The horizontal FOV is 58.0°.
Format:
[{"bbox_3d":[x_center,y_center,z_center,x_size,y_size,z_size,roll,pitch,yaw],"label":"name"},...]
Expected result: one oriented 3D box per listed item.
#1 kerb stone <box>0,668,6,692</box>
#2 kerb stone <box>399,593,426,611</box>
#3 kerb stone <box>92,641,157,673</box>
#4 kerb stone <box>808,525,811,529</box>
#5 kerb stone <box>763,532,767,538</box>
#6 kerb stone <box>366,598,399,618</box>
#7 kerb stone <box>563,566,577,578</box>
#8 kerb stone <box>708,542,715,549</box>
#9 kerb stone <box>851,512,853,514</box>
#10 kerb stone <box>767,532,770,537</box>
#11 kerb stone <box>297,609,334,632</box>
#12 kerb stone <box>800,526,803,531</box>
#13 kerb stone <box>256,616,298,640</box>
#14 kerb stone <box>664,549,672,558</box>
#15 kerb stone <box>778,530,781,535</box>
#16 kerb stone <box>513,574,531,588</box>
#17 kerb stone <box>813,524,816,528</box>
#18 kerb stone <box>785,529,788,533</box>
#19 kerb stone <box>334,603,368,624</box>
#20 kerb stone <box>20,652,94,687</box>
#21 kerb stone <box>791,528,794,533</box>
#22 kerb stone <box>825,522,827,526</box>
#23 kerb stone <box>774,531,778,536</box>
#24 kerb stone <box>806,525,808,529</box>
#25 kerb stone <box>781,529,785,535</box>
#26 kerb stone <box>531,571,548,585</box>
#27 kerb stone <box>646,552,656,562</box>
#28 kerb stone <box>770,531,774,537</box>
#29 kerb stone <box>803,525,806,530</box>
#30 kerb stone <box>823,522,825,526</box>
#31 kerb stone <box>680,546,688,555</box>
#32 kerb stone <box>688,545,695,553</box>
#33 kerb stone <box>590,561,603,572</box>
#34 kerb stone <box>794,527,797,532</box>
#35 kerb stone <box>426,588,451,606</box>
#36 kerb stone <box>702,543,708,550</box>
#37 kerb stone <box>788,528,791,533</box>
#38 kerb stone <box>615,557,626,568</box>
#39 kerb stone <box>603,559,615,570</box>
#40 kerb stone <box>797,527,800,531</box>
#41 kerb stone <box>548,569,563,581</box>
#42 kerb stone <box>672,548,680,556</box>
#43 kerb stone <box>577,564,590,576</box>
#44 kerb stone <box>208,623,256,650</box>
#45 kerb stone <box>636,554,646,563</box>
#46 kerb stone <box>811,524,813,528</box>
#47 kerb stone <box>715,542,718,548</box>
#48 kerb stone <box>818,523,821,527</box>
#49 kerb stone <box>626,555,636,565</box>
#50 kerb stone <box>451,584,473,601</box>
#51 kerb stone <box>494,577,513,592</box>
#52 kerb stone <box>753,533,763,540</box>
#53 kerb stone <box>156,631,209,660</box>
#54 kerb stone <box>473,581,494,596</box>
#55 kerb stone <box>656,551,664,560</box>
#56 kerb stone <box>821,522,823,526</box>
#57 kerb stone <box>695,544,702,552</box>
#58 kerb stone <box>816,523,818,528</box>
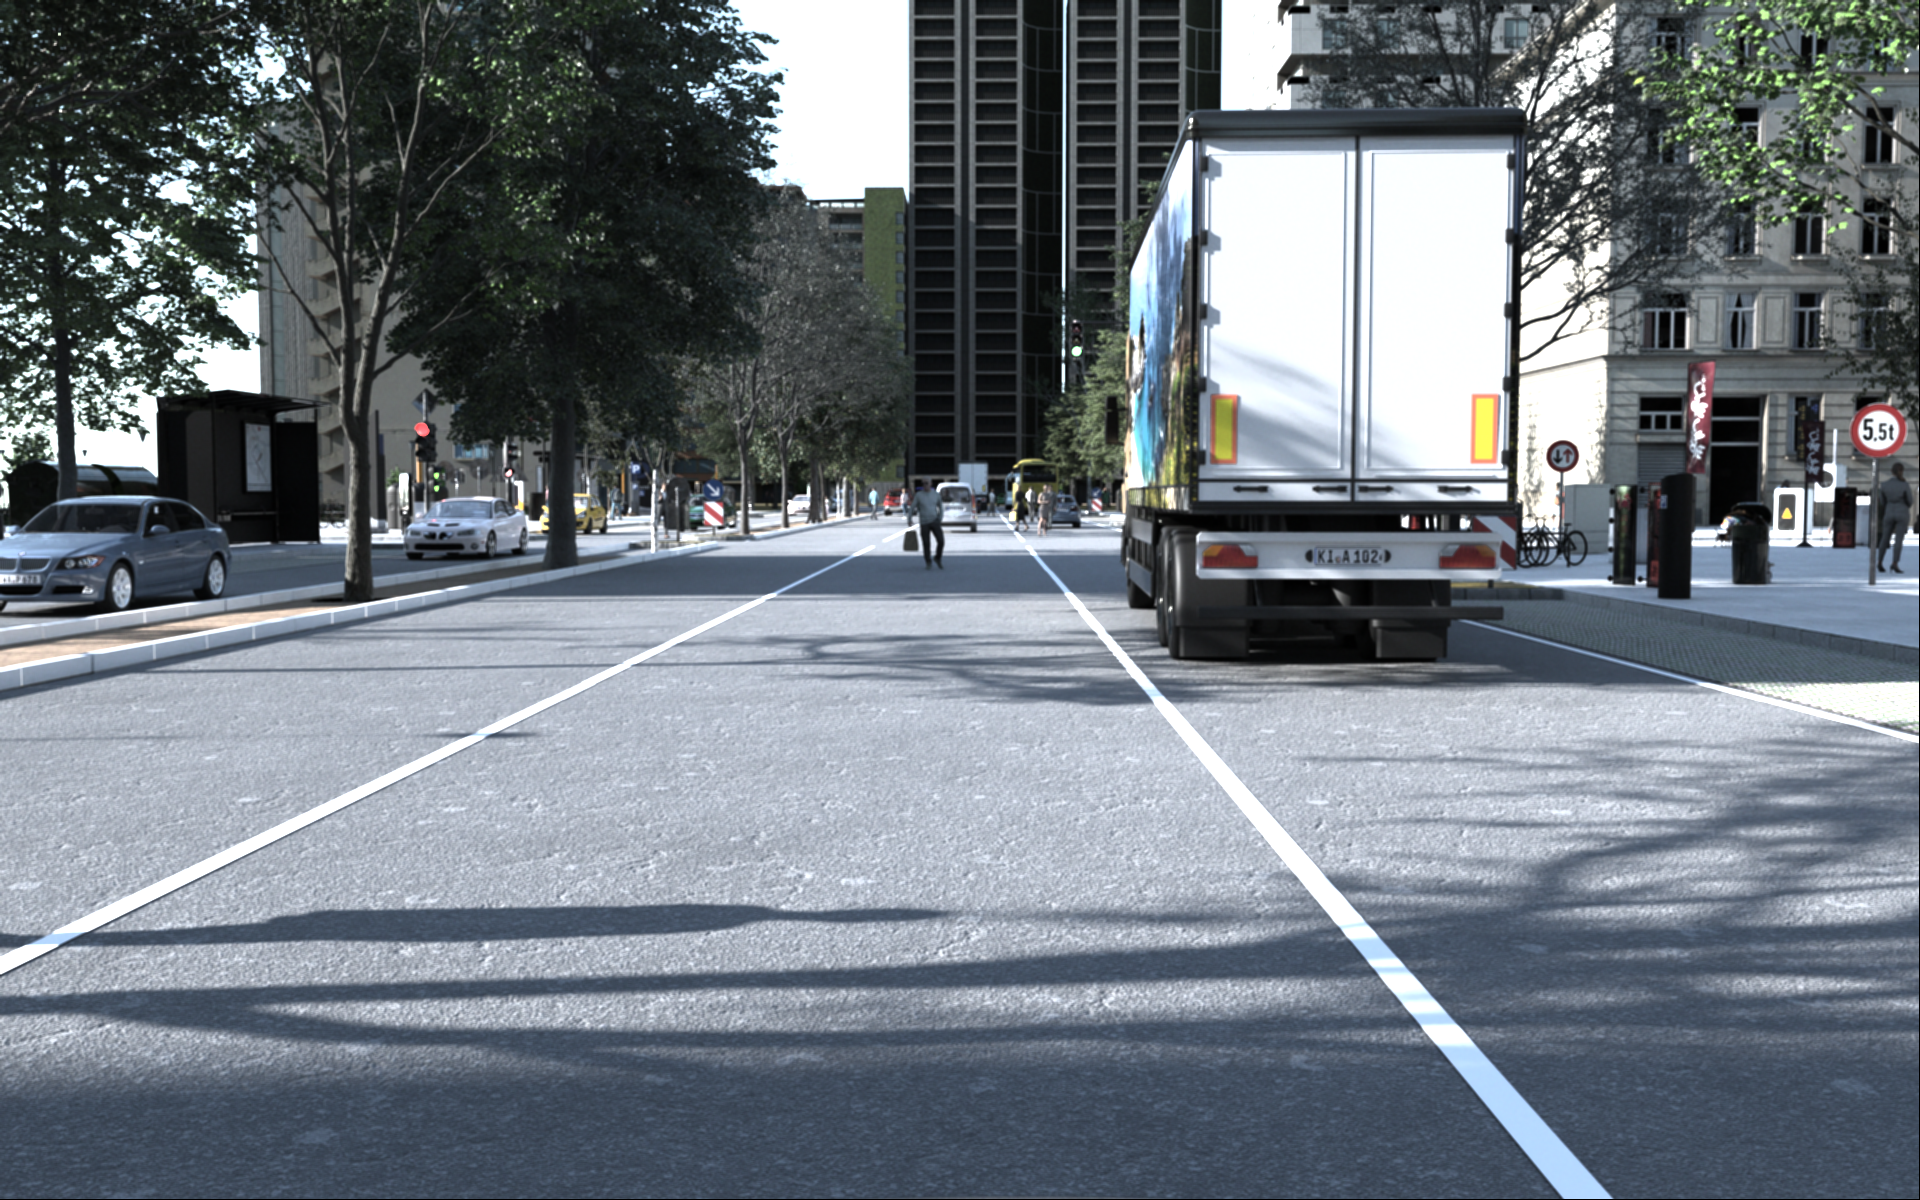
[{"bbox_3d":[-7.019,0.607,12.326,0.120,0.150,1.000,0,4,1],"label":"kerb stone"},{"bbox_3d":[-6.896,0.040,21.541,0.120,0.150,1.000,0,4,1],"label":"kerb stone"},{"bbox_3d":[-6.988,0.479,14.371,0.120,0.150,1.000,0,4,1],"label":"kerb stone"},{"bbox_3d":[-6.266,-2.942,70.302,0.120,0.150,1.000,0,4,1],"label":"kerb stone"},{"bbox_3d":[-6.449,-2.064,55.962,0.120,0.150,1.000,0,4,1],"label":"kerb stone"},{"bbox_3d":[-6.910,0.103,20.519,0.120,0.150,1.000,0,4,1],"label":"kerb stone"},{"bbox_3d":[-6.802,-0.457,29.732,0.120,0.150,1.000,0,4,1],"label":"kerb stone"},{"bbox_3d":[-6.594,-1.395,45.101,0.120,0.150,1.000,0,4,1],"label":"kerb stone"},{"bbox_3d":[-7.665,-6.264,124.683,0.120,0.150,1.000,0,4,1],"label":"kerb stone"},{"bbox_3d":[-6.445,-2.119,56.992,0.120,0.150,1.000,0,4,1],"label":"kerb stone"},{"bbox_3d":[-6.943,0.228,18.460,0.120,0.150,1.000,0,4,1],"label":"kerb stone"},{"bbox_3d":[-6.305,-2.754,67.235,0.120,0.150,1.000,0,4,1],"label":"kerb stone"},{"bbox_3d":[-6.955,0.291,17.438,0.120,0.150,1.000,0,4,1],"label":"kerb stone"},{"bbox_3d":[-6.678,-1.025,38.952,0.120,0.150,1.000,0,4,1],"label":"kerb stone"},{"bbox_3d":[-6.402,-2.316,60.062,0.120,0.150,1.000,0,4,1],"label":"kerb stone"},{"bbox_3d":[-6.835,-0.271,26.658,0.120,0.150,1.000,0,4,1],"label":"kerb stone"},{"bbox_3d":[-6.244,-3.068,72.356,0.120,0.150,1.000,0,4,1],"label":"kerb stone"},{"bbox_3d":[-6.374,-2.441,62.112,0.120,0.150,1.000,0,4,1],"label":"kerb stone"},{"bbox_3d":[-6.926,0.170,19.482,0.120,0.150,1.000,0,4,1],"label":"kerb stone"},{"bbox_3d":[-7.012,0.541,13.348,0.120,0.150,1.000,0,4,1],"label":"kerb stone"},{"bbox_3d":[-6.341,-2.566,64.165,0.120,0.150,1.000,0,4,1],"label":"kerb stone"},{"bbox_3d":[-6.180,-3.381,77.472,0.120,0.150,1.000,0,4,1],"label":"kerb stone"},{"bbox_3d":[-6.408,-2.253,59.039,0.120,0.150,1.000,0,4,1],"label":"kerb stone"},{"bbox_3d":[-6.278,-2.875,69.280,0.120,0.150,1.000,0,4,1],"label":"kerb stone"},{"bbox_3d":[-6.387,-2.372,61.090,0.120,0.150,1.000,0,4,1],"label":"kerb stone"},{"bbox_3d":[-6.817,-0.336,27.683,0.120,0.150,1.000,0,4,1],"label":"kerb stone"},{"bbox_3d":[-6.697,-0.894,36.903,0.120,0.150,1.000,0,4,1],"label":"kerb stone"},{"bbox_3d":[-6.428,-2.191,58.013,0.120,0.150,1.000,0,4,1],"label":"kerb stone"},{"bbox_3d":[-6.295,-2.812,68.258,0.120,0.150,1.000,0,4,1],"label":"kerb stone"},{"bbox_3d":[-6.190,-3.316,76.450,0.120,0.150,1.000,0,4,1],"label":"kerb stone"},{"bbox_3d":[-6.643,-1.151,41.010,0.120,0.150,1.000,0,4,1],"label":"kerb stone"},{"bbox_3d":[-6.631,-1.213,42.035,0.120,0.150,1.000,0,4,1],"label":"kerb stone"},{"bbox_3d":[-6.774,-0.586,31.779,0.120,0.150,1.000,0,4,1],"label":"kerb stone"},{"bbox_3d":[-6.333,-2.629,65.187,0.120,0.150,1.000,0,4,1],"label":"kerb stone"},{"bbox_3d":[-6.885,-0.022,22.563,0.120,0.150,1.000,0,4,1],"label":"kerb stone"},{"bbox_3d":[-6.607,-1.330,44.079,0.120,0.150,1.000,0,4,1],"label":"kerb stone"},{"bbox_3d":[-6.366,-2.504,63.143,0.120,0.150,1.000,0,4,1],"label":"kerb stone"},{"bbox_3d":[-6.740,-0.711,33.826,0.120,0.150,1.000,0,4,1],"label":"kerb stone"},{"bbox_3d":[-6.753,-0.649,32.802,0.120,0.150,1.000,0,4,1],"label":"kerb stone"},{"bbox_3d":[-6.322,-2.692,66.212,0.120,0.150,1.000,0,4,1],"label":"kerb stone"},{"bbox_3d":[-6.801,-0.398,28.706,0.120,0.150,1.000,0,4,1],"label":"kerb stone"},{"bbox_3d":[-6.660,-1.087,39.974,0.120,0.150,1.000,0,4,1],"label":"kerb stone"},{"bbox_3d":[-6.783,-0.519,30.754,0.120,0.150,1.000,0,4,1],"label":"kerb stone"},{"bbox_3d":[-6.971,0.353,16.417,0.120,0.150,1.000,0,4,1],"label":"kerb stone"},{"bbox_3d":[-6.718,-0.837,35.879,0.120,0.150,1.000,0,4,1],"label":"kerb stone"},{"bbox_3d":[-6.263,-3.005,71.329,0.120,0.150,1.000,0,4,1],"label":"kerb stone"},{"bbox_3d":[-6.578,-1.459,46.124,0.120,0.150,1.000,0,4,1],"label":"kerb stone"},{"bbox_3d":[-6.208,-3.193,74.400,0.120,0.150,1.000,0,4,1],"label":"kerb stone"},{"bbox_3d":[-6.732,-0.773,34.852,0.120,0.150,1.000,0,4,1],"label":"kerb stone"},{"bbox_3d":[-6.873,-0.085,23.591,0.120,0.150,1.000,0,4,1],"label":"kerb stone"},{"bbox_3d":[-6.854,-0.210,25.635,0.120,0.150,1.000,0,4,1],"label":"kerb stone"},{"bbox_3d":[-6.468,-2.003,54.937,0.120,0.150,1.000,0,4,1],"label":"kerb stone"},{"bbox_3d":[-6.978,0.416,15.393,0.120,0.150,1.000,0,4,1],"label":"kerb stone"},{"bbox_3d":[-6.865,-0.148,24.614,0.120,0.150,1.000,0,4,1],"label":"kerb stone"},{"bbox_3d":[-6.682,-0.962,37.924,0.120,0.150,1.000,0,4,1],"label":"kerb stone"},{"bbox_3d":[-6.203,-3.255,75.423,0.120,0.150,1.000,0,4,1],"label":"kerb stone"},{"bbox_3d":[-6.630,-1.275,43.057,0.120,0.150,1.000,0,4,1],"label":"kerb stone"},{"bbox_3d":[-6.222,-3.130,73.378,0.120,0.150,1.000,0,4,1],"label":"kerb stone"}]
